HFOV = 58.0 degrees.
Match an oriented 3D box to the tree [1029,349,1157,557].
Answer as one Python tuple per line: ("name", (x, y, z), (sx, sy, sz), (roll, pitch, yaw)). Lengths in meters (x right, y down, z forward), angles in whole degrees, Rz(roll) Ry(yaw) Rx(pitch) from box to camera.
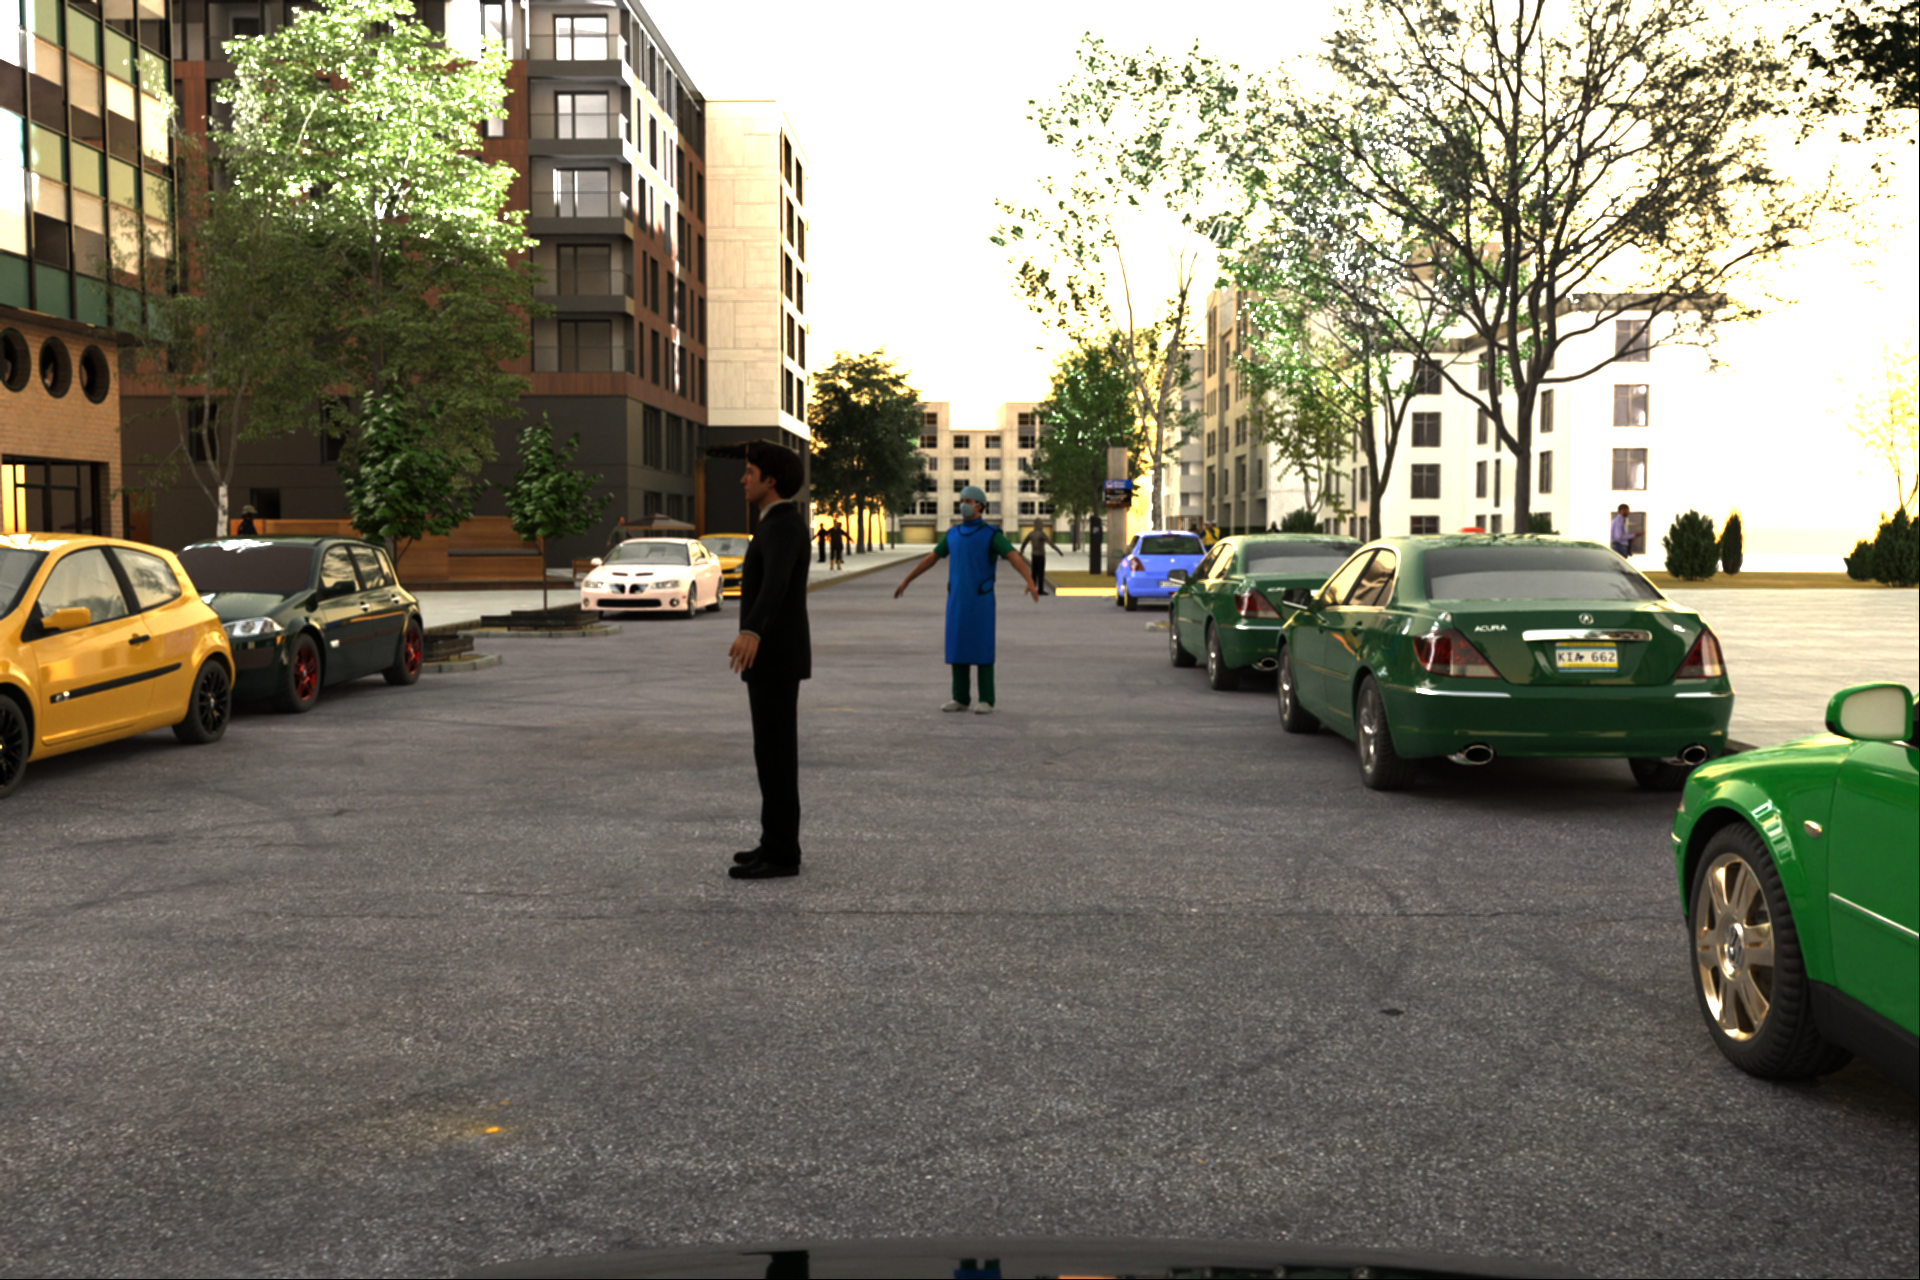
("tree", (7.663, -10.526, 97.856), (9.928, 11.665, 9.643), (0, 3, 0))

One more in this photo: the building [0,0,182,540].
("building", (-30.769, -13.246, 23.152), (21.656, 26.213, 47.522), (0, 4, 1))

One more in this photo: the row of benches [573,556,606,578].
("row of benches", (-9.209, -2.032, 48.679), (4.104, 0.672, 1.422), (2, 4, 34))

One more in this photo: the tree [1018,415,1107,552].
("tree", (8.264, -11.713, 125.920), (8.767, 10.594, 7.601), (1, 4, 11))

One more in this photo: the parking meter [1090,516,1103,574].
("parking meter", (4.340, -3.029, 55.235), (0.399, 1.863, 0.255), (0, 4, 0))

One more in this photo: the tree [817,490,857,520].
("tree", (-17.143, -18.981, 236.094), (9.928, 11.665, 9.643), (0, 3, 0))

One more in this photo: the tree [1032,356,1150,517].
("tree", (8.402, -11.753, 110.286), (7.486, 12.596, 7.792), (0, 3, 0))

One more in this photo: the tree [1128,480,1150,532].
("tree", (24.426, -17.411, 235.033), (4.737, 8.622, 4.395), (0, 3, 0))

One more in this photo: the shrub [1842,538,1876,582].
("shrub", (24.444, -2.186, 46.856), (1.383, 1.207, 1.383), (0, 3, 0))

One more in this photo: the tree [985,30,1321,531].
("tree", (6.969, -12.800, 65.167), (12.611, 20.169, 13.585), (0, 3, 0))

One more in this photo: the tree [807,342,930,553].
("tree", (-6.701, -12.708, 114.431), (9.857, 13.997, 8.962), (0, 3, 0))

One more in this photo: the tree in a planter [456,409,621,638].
("tree in a planter", (-5.955, -1.685, 24.772), (1.991, 3.239, 1.994), (0, 4, 1))

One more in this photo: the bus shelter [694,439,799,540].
("bus shelter", (-5.575, -3.347, 46.000), (1.731, 3.624, 6.357), (0, 4, 3))

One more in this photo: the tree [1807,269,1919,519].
("tree", (26.122, -5.936, 47.414), (4.360, 8.622, 3.978), (0, 3, 0))

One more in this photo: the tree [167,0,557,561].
("tree", (-11.974, -7.152, 35.063), (7.486, 12.596, 7.792), (0, 3, 0))

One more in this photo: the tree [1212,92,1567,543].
("tree", (9.830, -6.996, 40.135), (9.928, 11.665, 9.643), (0, 3, 0))

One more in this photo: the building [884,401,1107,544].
("building", (5.461, -22.509, 236.929), (31.486, 18.905, 16.747), (0, 4, -4))

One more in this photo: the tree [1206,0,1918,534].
("tree", (9.134, -7.199, 28.079), (12.009, 13.543, 11.850), (0, 3, 0))

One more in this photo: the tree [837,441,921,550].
("tree", (-6.434, -12.296, 135.455), (7.601, 10.594, 8.767), (1, 4, 21))

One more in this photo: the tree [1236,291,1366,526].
("tree", (10.496, -6.213, 51.948), (4.737, 8.622, 4.395), (0, 3, 0))

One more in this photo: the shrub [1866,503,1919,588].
("shrub", (22.720, -2.284, 41.755), (1.690, 2.028, 1.600), (0, 3, 0))

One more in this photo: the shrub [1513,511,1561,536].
("shrub", (18.320, -3.104, 55.162), (1.690, 2.028, 1.600), (0, 3, 0))

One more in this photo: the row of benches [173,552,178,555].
("row of benches", (-26.649, -2.724, 59.994), (1.422, 0.672, 4.104), (-3, 4, -37))

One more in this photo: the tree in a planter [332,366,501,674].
("tree in a planter", (-6.082, -1.308, 18.609), (1.991, 3.239, 1.994), (0, 4, 2))

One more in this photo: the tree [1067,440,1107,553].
("tree", (8.603, -10.369, 119.895), (4.737, 8.622, 4.395), (0, 3, 0))

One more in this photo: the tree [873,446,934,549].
("tree", (-5.474, -13.012, 147.156), (8.767, 10.594, 7.601), (3, 5, 42))

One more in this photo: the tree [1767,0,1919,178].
("tree", (9.650, -4.766, 12.339), (7.601, 10.594, 8.767), (-1, 4, -12))

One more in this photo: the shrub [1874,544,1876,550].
("shrub", (29.323, -2.690, 55.099), (1.383, 1.207, 1.383), (0, 3, 0))

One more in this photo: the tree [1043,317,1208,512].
("tree", (7.797, -9.543, 81.790), (9.928, 11.665, 9.643), (0, 3, 0))

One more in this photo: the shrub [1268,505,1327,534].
("shrub", (9.353, -2.668, 47.663), (1.661, 2.075, 1.752), (0, 3, 0))

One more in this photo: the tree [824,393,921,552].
("tree", (-6.365, -12.147, 124.358), (9.928, 11.665, 9.643), (0, 3, 0))

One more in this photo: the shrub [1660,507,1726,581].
("shrub", (20.016, -2.623, 47.301), (1.690, 2.028, 1.600), (0, 3, 0))

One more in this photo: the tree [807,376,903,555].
("tree", (-6.990, -10.345, 103.550), (7.601, 10.594, 8.767), (-2, 4, -28))

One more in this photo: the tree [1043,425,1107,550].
("tree", (9.900, -13.514, 139.086), (7.486, 12.596, 7.792), (0, 3, 0))

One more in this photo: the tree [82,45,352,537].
("tree", (-11.221, -4.631, 26.073), (4.360, 8.622, 3.978), (0, 3, 0))
